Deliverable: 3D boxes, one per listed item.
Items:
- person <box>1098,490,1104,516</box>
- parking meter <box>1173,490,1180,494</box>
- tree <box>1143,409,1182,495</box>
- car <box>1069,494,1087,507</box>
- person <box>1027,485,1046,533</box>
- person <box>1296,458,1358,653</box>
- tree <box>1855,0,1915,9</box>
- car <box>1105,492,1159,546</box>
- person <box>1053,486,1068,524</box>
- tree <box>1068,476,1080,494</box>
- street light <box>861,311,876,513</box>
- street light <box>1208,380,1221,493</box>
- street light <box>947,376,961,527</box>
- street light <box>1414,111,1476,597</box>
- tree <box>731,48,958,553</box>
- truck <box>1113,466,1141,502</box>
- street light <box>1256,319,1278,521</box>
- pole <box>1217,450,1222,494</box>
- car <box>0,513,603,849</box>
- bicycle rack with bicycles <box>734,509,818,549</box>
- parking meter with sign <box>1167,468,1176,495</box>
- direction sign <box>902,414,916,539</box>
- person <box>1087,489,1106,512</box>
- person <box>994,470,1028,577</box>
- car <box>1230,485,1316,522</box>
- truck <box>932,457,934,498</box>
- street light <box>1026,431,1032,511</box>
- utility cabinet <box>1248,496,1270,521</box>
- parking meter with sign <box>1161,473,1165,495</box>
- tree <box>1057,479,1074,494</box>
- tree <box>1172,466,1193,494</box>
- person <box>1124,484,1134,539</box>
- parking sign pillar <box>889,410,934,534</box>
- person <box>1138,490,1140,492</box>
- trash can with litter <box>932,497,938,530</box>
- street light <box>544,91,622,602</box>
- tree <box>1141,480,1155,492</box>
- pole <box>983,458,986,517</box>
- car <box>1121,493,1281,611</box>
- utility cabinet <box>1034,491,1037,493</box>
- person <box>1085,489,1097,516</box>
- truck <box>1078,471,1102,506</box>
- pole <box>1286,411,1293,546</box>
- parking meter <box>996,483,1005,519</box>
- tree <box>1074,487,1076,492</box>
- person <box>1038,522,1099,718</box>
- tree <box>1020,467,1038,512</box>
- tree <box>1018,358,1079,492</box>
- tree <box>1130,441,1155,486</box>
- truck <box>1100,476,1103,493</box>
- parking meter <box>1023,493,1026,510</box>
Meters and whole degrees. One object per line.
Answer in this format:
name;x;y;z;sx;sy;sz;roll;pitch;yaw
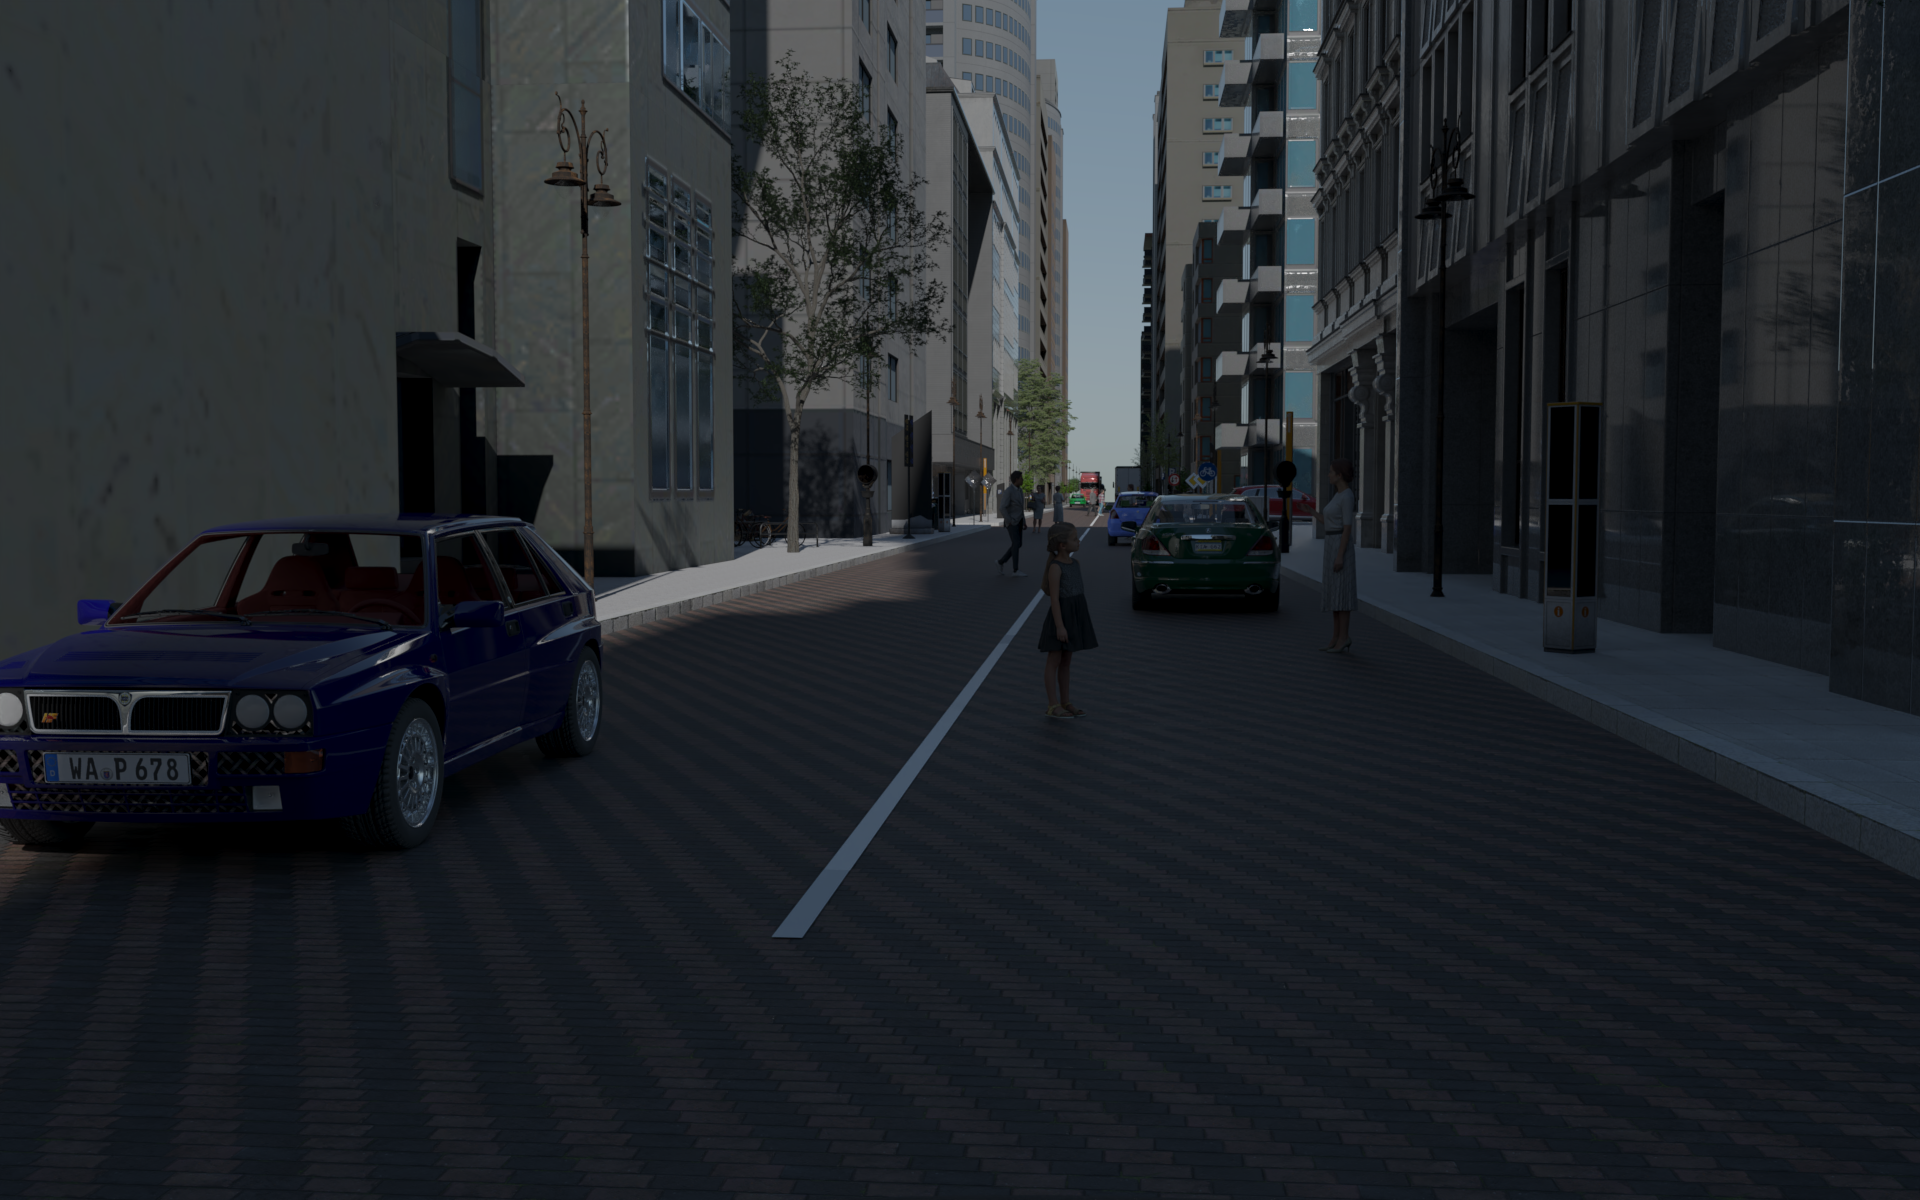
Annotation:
person;9.349;-6.452;114.827;0.643;1.720;0.563;-2;4;-24
parking meter;12.842;-5.768;102.716;0.372;1.533;0.369;0;3;0
tree;17.492;-12.061;147.554;4.737;8.622;4.395;0;3;0
car;12.893;-11.065;189.709;1.959;1.807;4.718;0;4;5
person;2.796;-3.352;63.667;0.716;1.782;0.532;0;4;4
person;3.349;-0.406;15.716;0.524;1.755;0.480;0;4;-3
tree;5.202;-4.292;4.582;8.767;10.594;7.601;0;4;5
car;5.078;-2.425;49.245;1.945;1.707;3.694;0;4;6
person;3.774;-3.445;65.401;0.480;1.755;0.524;2;4;30
tree;20.201;-19.768;306.915;4.285;4.588;4.351;0;3;0
street light;-2.333;-4.354;43.969;0.468;5.910;1.993;0;4;5
street light;10.307;-5.957;70.179;0.468;5.910;1.993;0;4;5
street light;-0.239;-5.822;67.982;0.468;5.910;1.993;0;4;5
street light;5.967;-2.977;21.468;0.468;5.910;1.993;0;4;5
tree;-3.784;-6.295;37.342;8.767;10.594;7.601;1;4;17
truck;17.191;-11.575;178.159;2.839;4.237;11.283;0;4;4
street light;8.112;-4.470;45.875;0.468;5.910;1.993;0;4;5
pole;11.997;-5.278;80.140;0.158;3.312;0.155;0;3;0
car;-2.965;0.264;8.257;1.945;1.354;3.894;0;4;4
bicycle rack with bicycles;-4.892;-1.733;41.713;2.925;0.926;2.852;-3;5;-45
parking meter with sign;14.443;-7.267;115.074;0.543;3.016;1.738;-1;4;-21
direction sign;-1.466;-3.525;49.625;0.379;3.537;0.876;1;4;14
person;10.666;-7.719;134.925;1.509;1.804;0.699;0;4;-8
person;0.878;-1.337;30.210;0.795;1.843;0.661;2;4;34
car;13.811;-3.981;73.770;5.304;1.827;2.281;0;4;6
truck;-9.880;-5.240;75.428;18.799;4.110;2.967;0;4;4
street light;5.105;-9.448;127.260;0.468;5.910;1.993;0;4;5
utility cabinet;9.394;-2.669;54.804;0.306;1.237;1.020;-1;4;-21
parking meter with sign;17.579;-9.003;143.458;1.738;3.016;0.543;-1;4;-20
tree;13.214;-14.049;224.293;1.663;3.219;1.824;0;3;0
tree;13.959;-7.013;109.257;1.663;3.219;1.824;0;3;0
person;5.311;-2.803;54.900;0.524;1.755;0.480;-2;4;-27
parking sign pillar;-1.550;-4.106;55.600;1.447;3.967;1.447;0;4;-2
person;15.554;-8.662;150.463;0.374;1.781;0.599;1;4;14
trash can with litter;-1.013;-3.095;61.995;0.624;1.170;1.055;-2;4;-25
street light;-4.416;-2.916;20.463;0.468;5.910;1.993;0;4;5
tree;22.810;-13.251;211.249;1.663;3.219;1.824;0;3;0
pole;1.421;-6.419;98.792;0.158;3.312;0.155;0;3;0
car;3.176;-0.673;22.799;2.131;1.459;4.920;0;4;6
utility cabinet;6.207;-8.538;148.269;0.318;1.500;1.173;-2;4;-34
person;8.453;-6.276;111.512;0.834;1.777;0.661;2;4;34
truck;16.242;-13.898;216.150;2.839;4.237;11.283;0;4;5
pole;8.133;-2.995;42.806;0.158;3.312;0.155;0;3;0
parking meter;2.122;-5.200;90.738;0.399;1.863;0.255;2;4;28
tree;15.768;-15.603;249.705;1.663;3.219;1.824;0;3;0
person;0.705;0.122;11.177;0.373;1.253;0.362;3;5;40
tree;4.741;-7.899;123.745;1.663;3.219;1.824;0;3;0
tree;5.982;-13.854;144.639;7.486;12.596;7.792;0;3;0
tree;25.482;-17.585;237.883;4.360;8.622;3.978;0;3;0
truck;21.302;-17.536;275.632;2.839;4.237;11.283;0;4;3
parking meter;5.074;-7.873;137.126;0.372;1.533;0.369;0;3;0
